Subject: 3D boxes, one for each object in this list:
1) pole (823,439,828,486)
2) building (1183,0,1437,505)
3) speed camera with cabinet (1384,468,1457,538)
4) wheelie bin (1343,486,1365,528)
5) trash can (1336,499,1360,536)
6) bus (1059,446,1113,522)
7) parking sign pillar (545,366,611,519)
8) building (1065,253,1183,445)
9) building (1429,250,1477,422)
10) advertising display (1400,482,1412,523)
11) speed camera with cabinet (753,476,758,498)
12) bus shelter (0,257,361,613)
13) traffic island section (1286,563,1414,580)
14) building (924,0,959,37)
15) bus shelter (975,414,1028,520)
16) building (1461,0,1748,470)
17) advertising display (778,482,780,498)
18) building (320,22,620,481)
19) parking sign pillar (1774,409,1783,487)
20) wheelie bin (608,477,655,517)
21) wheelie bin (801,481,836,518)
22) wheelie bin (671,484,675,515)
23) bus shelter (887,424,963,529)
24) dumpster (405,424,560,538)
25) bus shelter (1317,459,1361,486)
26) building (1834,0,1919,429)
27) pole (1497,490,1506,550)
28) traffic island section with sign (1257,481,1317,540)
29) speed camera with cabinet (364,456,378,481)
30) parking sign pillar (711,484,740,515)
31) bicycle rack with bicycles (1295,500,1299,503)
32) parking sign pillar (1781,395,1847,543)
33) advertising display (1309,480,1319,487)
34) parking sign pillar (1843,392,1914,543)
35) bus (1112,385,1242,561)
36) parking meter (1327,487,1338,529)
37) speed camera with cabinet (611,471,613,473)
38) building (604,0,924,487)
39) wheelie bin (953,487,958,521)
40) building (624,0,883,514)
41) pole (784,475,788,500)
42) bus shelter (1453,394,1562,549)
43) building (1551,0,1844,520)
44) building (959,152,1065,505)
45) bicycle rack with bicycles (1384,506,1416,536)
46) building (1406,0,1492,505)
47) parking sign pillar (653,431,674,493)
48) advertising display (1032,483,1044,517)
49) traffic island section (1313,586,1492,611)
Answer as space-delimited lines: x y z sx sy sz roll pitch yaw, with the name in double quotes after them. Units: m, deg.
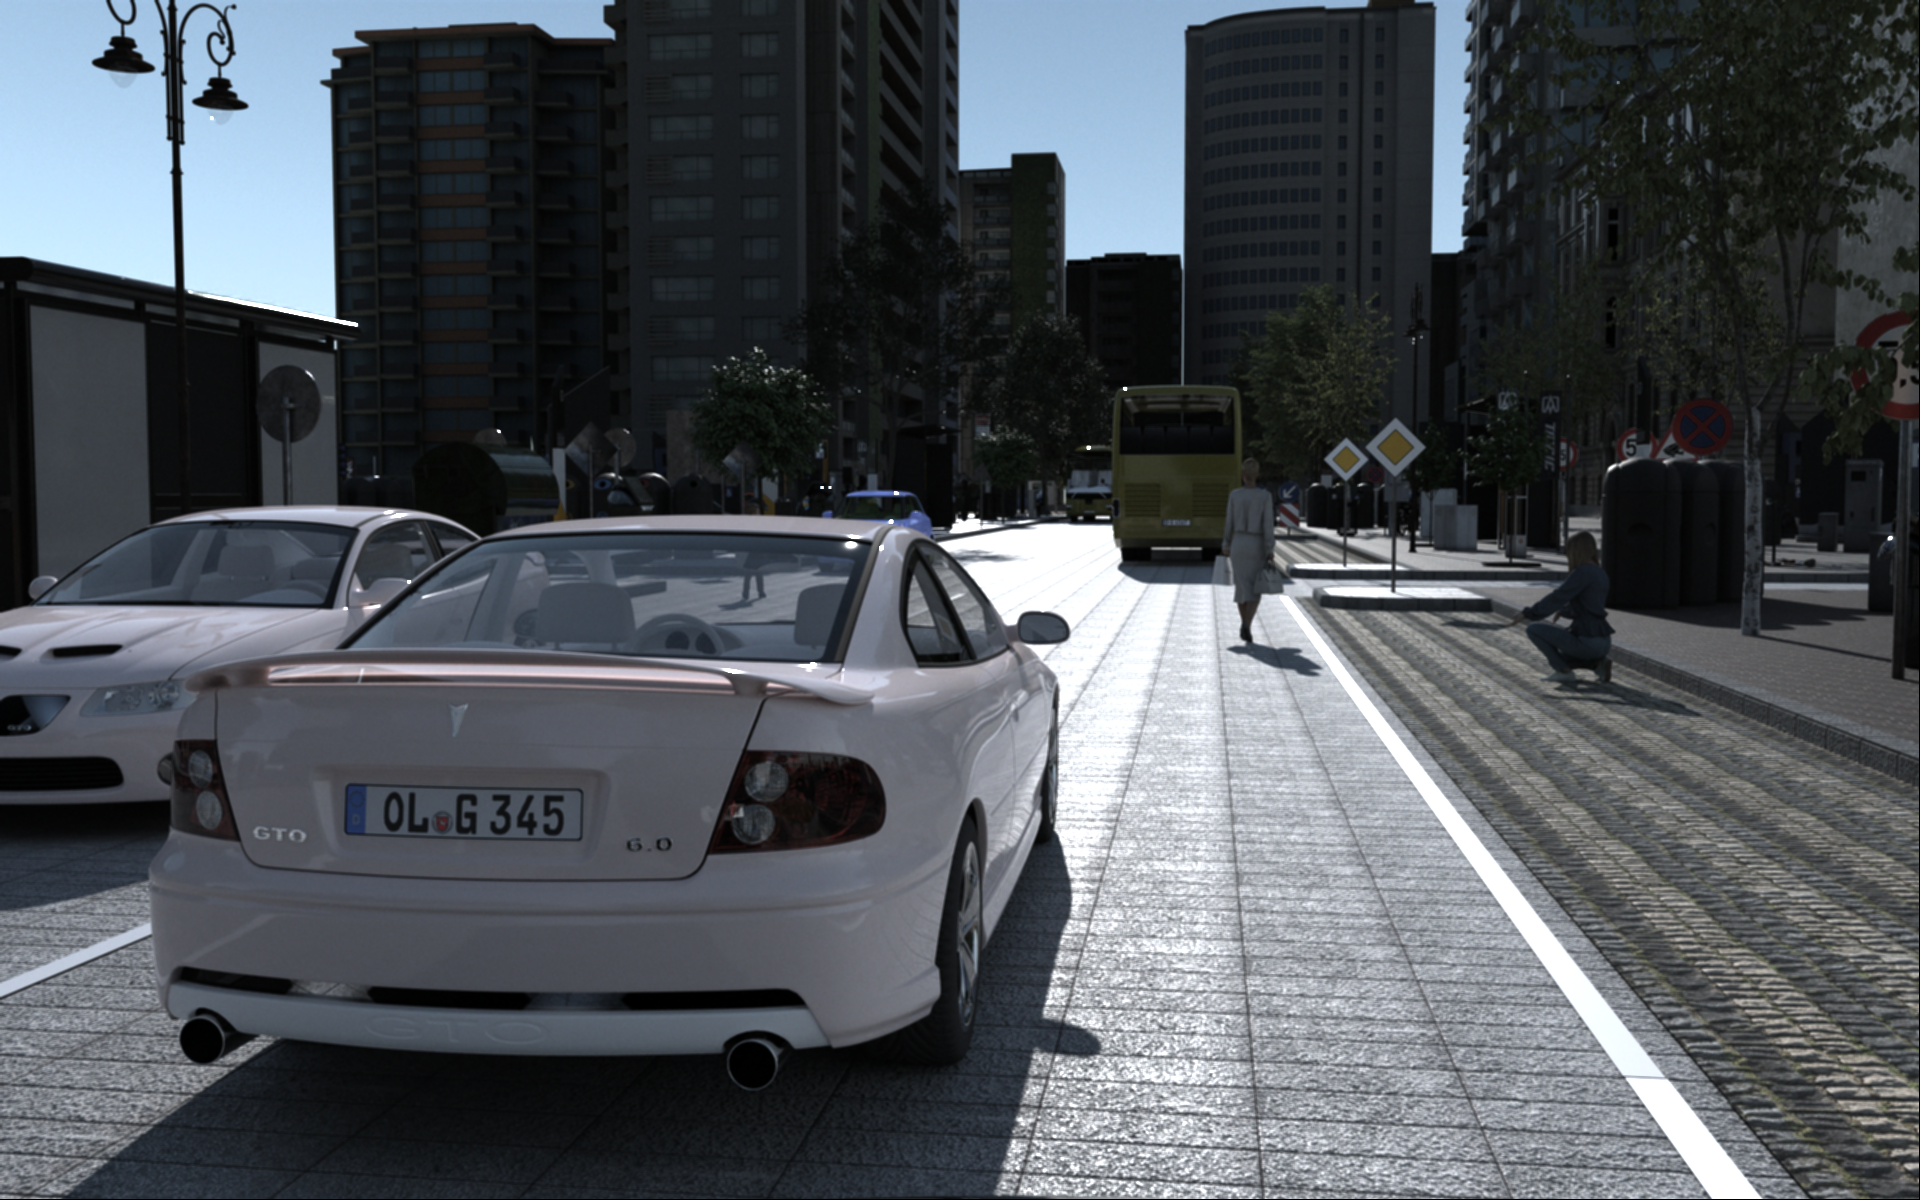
-5.008 -4.320 64.483 0.158 3.312 0.155 0 3 0 "pole"
41.231 -40.808 209.216 28.212 58.520 21.231 0 4 8 "building"
13.576 -3.468 51.033 2.038 3.252 0.660 1 4 22 "speed camera with cabinet"
14.968 -3.535 65.709 0.693 1.594 0.980 -1 4 -21 "wheelie bin"
11.818 -2.519 52.837 0.748 1.137 0.748 0 3 0 "trash can"
7.392 -6.106 91.377 2.896 3.916 12.252 1 4 10 "bus"
-8.014 -2.929 36.369 1.447 3.967 1.447 -2 4 -26 "parking sign pillar"
19.941 -26.847 210.647 14.107 30.474 14.160 0 4 8 "building"
61.894 -26.507 205.086 14.107 30.474 14.160 0 4 8 "building"
20.077 -4.437 77.753 0.123 1.923 0.974 -2 4 -24 "advertising display"
-8.122 -4.729 71.652 0.660 3.252 2.038 -1 4 -13 "speed camera with cabinet"
-8.987 -2.404 16.939 2.179 5.291 8.768 1 4 8 "bus shelter"
6.801 -0.504 30.524 2.009 0.180 2.903 0 4 8 "traffic island section"
-14.605 -37.829 160.503 28.212 58.520 21.231 0 4 8 "building"
2.213 -6.821 89.163 2.179 5.291 8.768 0 4 8 "bus shelter"
47.404 -30.365 116.069 23.786 49.044 30.456 0 4 8 "building"
-9.491 -5.217 90.509 0.123 1.923 0.974 0 4 -8 "advertising display"
-43.135 -31.177 164.367 28.867 44.769 22.147 0 4 8 "building"
26.479 -4.068 54.992 1.447 3.967 1.447 -2 4 -27 "parking sign pillar"
-6.040 -1.457 31.736 0.693 1.594 0.980 1 4 14 "wheelie bin"
-3.527 -2.181 43.565 0.693 1.594 0.980 2 4 32 "wheelie bin"
-8.485 -2.764 53.105 0.980 1.594 0.693 2 4 25 "wheelie bin"
-1.198 -4.277 61.217 1.731 3.624 6.357 1 4 8 "bus shelter"
-6.635 -1.321 24.096 1.502 2.255 1.985 0 4 8 "dumpster"
18.188 -5.443 82.918 2.014 3.302 5.546 1 4 8 "bus shelter"
33.860 -11.660 45.400 16.860 20.320 10.420 0 4 8 "building"
12.509 -2.819 39.926 0.158 3.312 0.155 0 3 0 "pole"
10.288 -2.829 54.876 1.989 1.847 2.006 0 4 8 "traffic island section with sign"
-30.635 -5.944 91.513 0.660 3.252 2.038 1 4 17 "speed camera with cabinet"
-9.245 -4.872 68.133 1.447 3.967 1.447 2 4 35 "parking sign pillar"
20.937 -5.500 103.303 2.852 0.926 2.925 1 4 20 "bicycle rack with bicycles"
23.074 -3.524 46.091 1.447 3.967 1.447 -2 4 -25 "parking sign pillar"
16.721 -4.693 81.942 0.123 1.923 0.974 2 4 32 "advertising display"
22.486 -3.290 42.260 1.447 3.967 1.447 2 4 26 "parking sign pillar"
5.009 -2.956 39.882 2.896 3.916 12.252 0 4 7 "bus"
13.578 -3.350 63.183 0.372 1.533 0.369 0 3 0 "parking meter"
-14.202 -4.360 65.627 2.038 3.252 0.660 0 4 5 "speed camera with cabinet"
-14.982 -31.234 134.372 21.300 48.544 21.600 0 4 8 "building"
-0.536 -4.451 80.678 0.980 1.594 0.693 2 4 34 "wheelie bin"
-13.372 -26.449 116.034 14.154 41.232 14.086 0 4 8 "building"
-10.493 -6.753 104.247 0.158 3.312 0.155 0 3 0 "pole"
13.773 -3.213 43.818 1.731 3.624 6.357 1 4 8 "bus shelter"
37.489 -16.165 83.375 14.460 24.649 34.723 0 4 8 "building"
5.359 -32.264 211.106 14.086 41.232 14.154 0 4 8 "building"
14.044 -2.429 53.095 2.852 0.926 2.925 3 5 39 "bicycle rack with bicycles"
51.191 -50.929 145.367 22.319 86.520 31.000 0 4 8 "building"
-12.338 -5.193 73.379 1.447 3.967 1.447 -1 4 -13 "parking sign pillar"
4.427 -5.662 97.788 0.123 1.923 0.974 -2 4 -34 "advertising display"
5.677 -0.021 22.619 2.009 0.180 2.903 0 4 8 "traffic island section"
